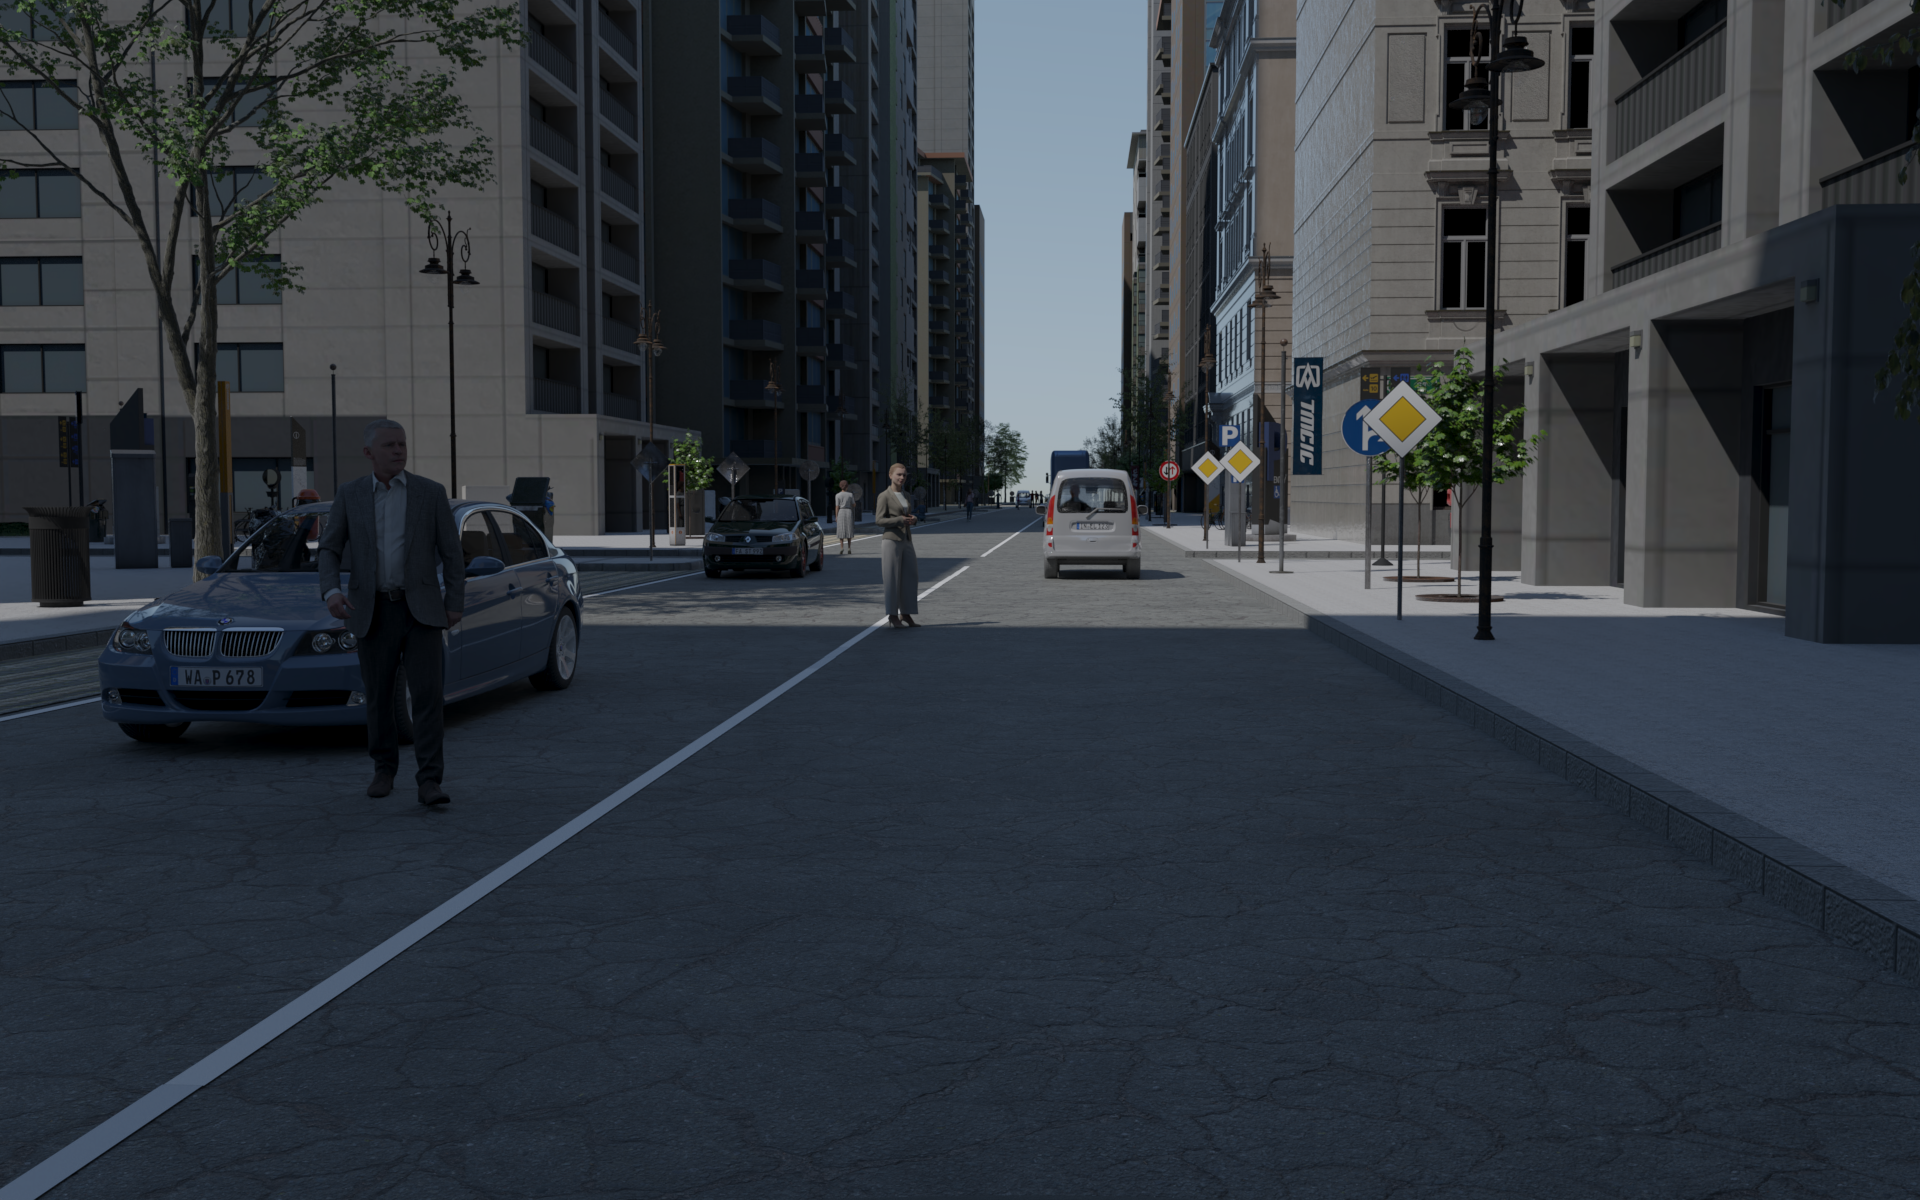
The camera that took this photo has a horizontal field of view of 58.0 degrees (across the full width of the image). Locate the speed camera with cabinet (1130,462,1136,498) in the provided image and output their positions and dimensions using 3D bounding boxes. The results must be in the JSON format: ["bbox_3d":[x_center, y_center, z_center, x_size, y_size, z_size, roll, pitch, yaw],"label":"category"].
[{"bbox_3d":[10.498,-6.898,107.121,0.660,3.252,2.038,1,4,10],"label":"speed camera with cabinet"}]

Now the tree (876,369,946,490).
[{"bbox_3d":[-3.214,-9.267,101.883,4.360,8.622,3.978,0,3,0],"label":"tree"}]

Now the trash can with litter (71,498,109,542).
[{"bbox_3d":[-23.162,-2.116,45.980,1.055,1.170,0.624,1,4,15],"label":"trash can with litter"}]

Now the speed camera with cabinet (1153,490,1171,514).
[{"bbox_3d":[12.698,-6.996,108.719,0.660,3.252,2.038,-1,4,-10],"label":"speed camera with cabinet"}]

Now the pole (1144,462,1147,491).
[{"bbox_3d":[11.921,-7.198,111.536,0.158,3.312,0.155,0,3,0],"label":"pole"}]

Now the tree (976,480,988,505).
[{"bbox_3d":[3.063,-13.385,213.445,1.663,3.219,1.824,0,3,0],"label":"tree"}]

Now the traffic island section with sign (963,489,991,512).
[{"bbox_3d":[1.272,-8.077,140.693,1.989,1.847,2.006,0,4,4],"label":"traffic island section with sign"}]

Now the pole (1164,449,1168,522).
[{"bbox_3d":[9.349,-5.178,78.510,0.158,3.312,0.155,0,3,0],"label":"pole"}]

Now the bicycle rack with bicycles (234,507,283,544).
[{"bbox_3d":[-18.426,-1.987,45.866,2.925,0.926,2.852,-1,4,-20],"label":"bicycle rack with bicycles"}]

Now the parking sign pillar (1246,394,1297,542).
[{"bbox_3d":[8.452,-3.589,47.154,1.447,3.967,1.447,3,4,38],"label":"parking sign pillar"}]

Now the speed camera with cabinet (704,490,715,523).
[{"bbox_3d":[-11.829,-5.147,78.485,0.660,3.252,2.038,-3,4,-38],"label":"speed camera with cabinet"}]

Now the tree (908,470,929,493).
[{"bbox_3d":[-3.139,-7.958,124.711,1.663,3.219,1.824,0,3,0],"label":"tree"}]

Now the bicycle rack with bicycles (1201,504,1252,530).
[{"bbox_3d":[9.855,-2.945,61.534,2.925,0.926,2.852,-1,4,-22],"label":"bicycle rack with bicycles"}]

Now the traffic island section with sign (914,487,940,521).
[{"bbox_3d":[-2.069,-5.038,90.991,1.989,1.847,2.006,0,4,4],"label":"traffic island section with sign"}]

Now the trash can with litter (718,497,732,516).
[{"bbox_3d":[-8.859,-3.377,66.598,0.624,1.170,1.055,-3,4,-37],"label":"trash can with litter"}]

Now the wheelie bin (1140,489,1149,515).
[{"bbox_3d":[11.107,-5.907,104.485,0.693,1.594,0.980,0,4,3],"label":"wheelie bin"}]

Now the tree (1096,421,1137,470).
[{"bbox_3d":[15.800,-13.491,170.947,4.360,8.622,3.978,0,3,0],"label":"tree"}]

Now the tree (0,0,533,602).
[{"bbox_3d":[-9.136,-5.785,20.345,9.928,11.665,9.643,0,3,0],"label":"tree"}]

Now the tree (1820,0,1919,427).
[{"bbox_3d":[4.460,-3.460,6.940,4.360,8.622,3.978,0,3,0],"label":"tree"}]

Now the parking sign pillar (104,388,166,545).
[{"bbox_3d":[-21.257,-3.427,44.510,1.447,3.967,1.447,2,4,33],"label":"parking sign pillar"}]

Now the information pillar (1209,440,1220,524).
[{"bbox_3d":[10.860,-5.062,74.120,0.504,3.616,0.183,0,4,-1],"label":"information pillar"}]

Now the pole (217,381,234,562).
[{"bbox_3d":[-13.284,-2.293,31.338,0.158,3.312,0.155,0,3,0],"label":"pole"}]

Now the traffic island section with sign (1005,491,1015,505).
[{"bbox_3d":[6.758,-13.072,222.348,1.989,1.847,2.006,0,4,4],"label":"traffic island section with sign"}]

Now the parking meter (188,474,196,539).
[{"bbox_3d":[-21.773,-2.663,49.252,0.255,1.863,0.399,-1,4,-21],"label":"parking meter"}]

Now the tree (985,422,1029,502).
[{"bbox_3d":[7.277,-21.779,274.210,7.486,12.596,7.792,0,3,0],"label":"tree"}]

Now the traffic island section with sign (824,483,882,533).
[{"bbox_3d":[-3.904,-3.371,63.740,1.989,1.847,2.006,0,4,4],"label":"traffic island section with sign"}]

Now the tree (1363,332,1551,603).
[{"bbox_3d":[5.920,-1.599,20.746,1.663,3.219,1.824,0,3,0],"label":"tree"}]

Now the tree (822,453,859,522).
[{"bbox_3d":[-5.632,-5.236,80.207,1.663,3.219,1.824,0,3,0],"label":"tree"}]

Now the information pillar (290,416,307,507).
[{"bbox_3d":[-20.038,-3.738,52.477,0.183,3.616,0.504,2,4,33],"label":"information pillar"}]

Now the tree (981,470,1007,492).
[{"bbox_3d":[4.431,-14.885,227.077,4.285,4.588,4.351,0,3,0],"label":"tree"}]

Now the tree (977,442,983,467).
[{"bbox_3d":[-0.013,-12.746,158.753,4.737,8.622,4.395,0,3,0],"label":"tree"}]

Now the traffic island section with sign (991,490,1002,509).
[{"bbox_3d":[3.097,-9.745,167.958,1.989,1.847,2.006,0,4,4],"label":"traffic island section with sign"}]

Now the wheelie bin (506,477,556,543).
[{"bbox_3d":[-7.863,-1.463,31.824,0.980,1.594,0.693,0,4,7],"label":"wheelie bin"}]

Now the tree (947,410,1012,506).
[{"bbox_3d":[2.440,-15.809,192.896,7.601,10.594,8.767,1,4,21],"label":"tree"}]

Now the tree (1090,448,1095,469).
[{"bbox_3d":[16.118,-14.140,181.548,4.737,8.622,4.395,0,3,0],"label":"tree"}]

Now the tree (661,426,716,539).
[{"bbox_3d":[-7.877,-3.367,49.656,1.663,3.219,1.824,0,3,0],"label":"tree"}]

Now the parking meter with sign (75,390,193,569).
[{"bbox_3d":[-14.204,-2.052,29.812,1.738,3.016,0.543,-2,4,-29],"label":"parking meter with sign"}]

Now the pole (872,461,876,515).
[{"bbox_3d":[-5.251,-6.842,105.712,0.158,3.312,0.155,0,3,0],"label":"pole"}]

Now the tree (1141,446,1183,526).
[{"bbox_3d":[8.222,-4.648,70.596,1.663,3.219,1.824,0,3,0],"label":"tree"}]

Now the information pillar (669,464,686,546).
[{"bbox_3d":[-6.999,-2.347,42.863,0.304,2.012,0.304,-3,5,-39],"label":"information pillar"}]

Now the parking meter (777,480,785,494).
[{"bbox_3d":[-7.243,-3.917,69.755,0.399,1.863,0.255,0,4,-4],"label":"parking meter"}]

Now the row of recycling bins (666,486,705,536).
[{"bbox_3d":[-8.723,-2.944,55.255,1.069,1.692,3.534,-1,4,-16],"label":"row of recycling bins"}]

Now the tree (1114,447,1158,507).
[{"bbox_3d":[12.212,-8.318,119.713,4.285,4.588,4.351,0,3,0],"label":"tree"}]

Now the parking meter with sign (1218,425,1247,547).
[{"bbox_3d":[6.807,-2.856,42.954,0.543,3.016,1.738,0,4,-1],"label":"parking meter with sign"}]

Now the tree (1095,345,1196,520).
[{"bbox_3d":[9.621,-8.336,86.658,4.737,8.622,4.395,0,3,0],"label":"tree"}]

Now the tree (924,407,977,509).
[{"bbox_3d":[-1.325,-11.961,145.930,4.737,8.622,4.395,0,3,0],"label":"tree"}]
